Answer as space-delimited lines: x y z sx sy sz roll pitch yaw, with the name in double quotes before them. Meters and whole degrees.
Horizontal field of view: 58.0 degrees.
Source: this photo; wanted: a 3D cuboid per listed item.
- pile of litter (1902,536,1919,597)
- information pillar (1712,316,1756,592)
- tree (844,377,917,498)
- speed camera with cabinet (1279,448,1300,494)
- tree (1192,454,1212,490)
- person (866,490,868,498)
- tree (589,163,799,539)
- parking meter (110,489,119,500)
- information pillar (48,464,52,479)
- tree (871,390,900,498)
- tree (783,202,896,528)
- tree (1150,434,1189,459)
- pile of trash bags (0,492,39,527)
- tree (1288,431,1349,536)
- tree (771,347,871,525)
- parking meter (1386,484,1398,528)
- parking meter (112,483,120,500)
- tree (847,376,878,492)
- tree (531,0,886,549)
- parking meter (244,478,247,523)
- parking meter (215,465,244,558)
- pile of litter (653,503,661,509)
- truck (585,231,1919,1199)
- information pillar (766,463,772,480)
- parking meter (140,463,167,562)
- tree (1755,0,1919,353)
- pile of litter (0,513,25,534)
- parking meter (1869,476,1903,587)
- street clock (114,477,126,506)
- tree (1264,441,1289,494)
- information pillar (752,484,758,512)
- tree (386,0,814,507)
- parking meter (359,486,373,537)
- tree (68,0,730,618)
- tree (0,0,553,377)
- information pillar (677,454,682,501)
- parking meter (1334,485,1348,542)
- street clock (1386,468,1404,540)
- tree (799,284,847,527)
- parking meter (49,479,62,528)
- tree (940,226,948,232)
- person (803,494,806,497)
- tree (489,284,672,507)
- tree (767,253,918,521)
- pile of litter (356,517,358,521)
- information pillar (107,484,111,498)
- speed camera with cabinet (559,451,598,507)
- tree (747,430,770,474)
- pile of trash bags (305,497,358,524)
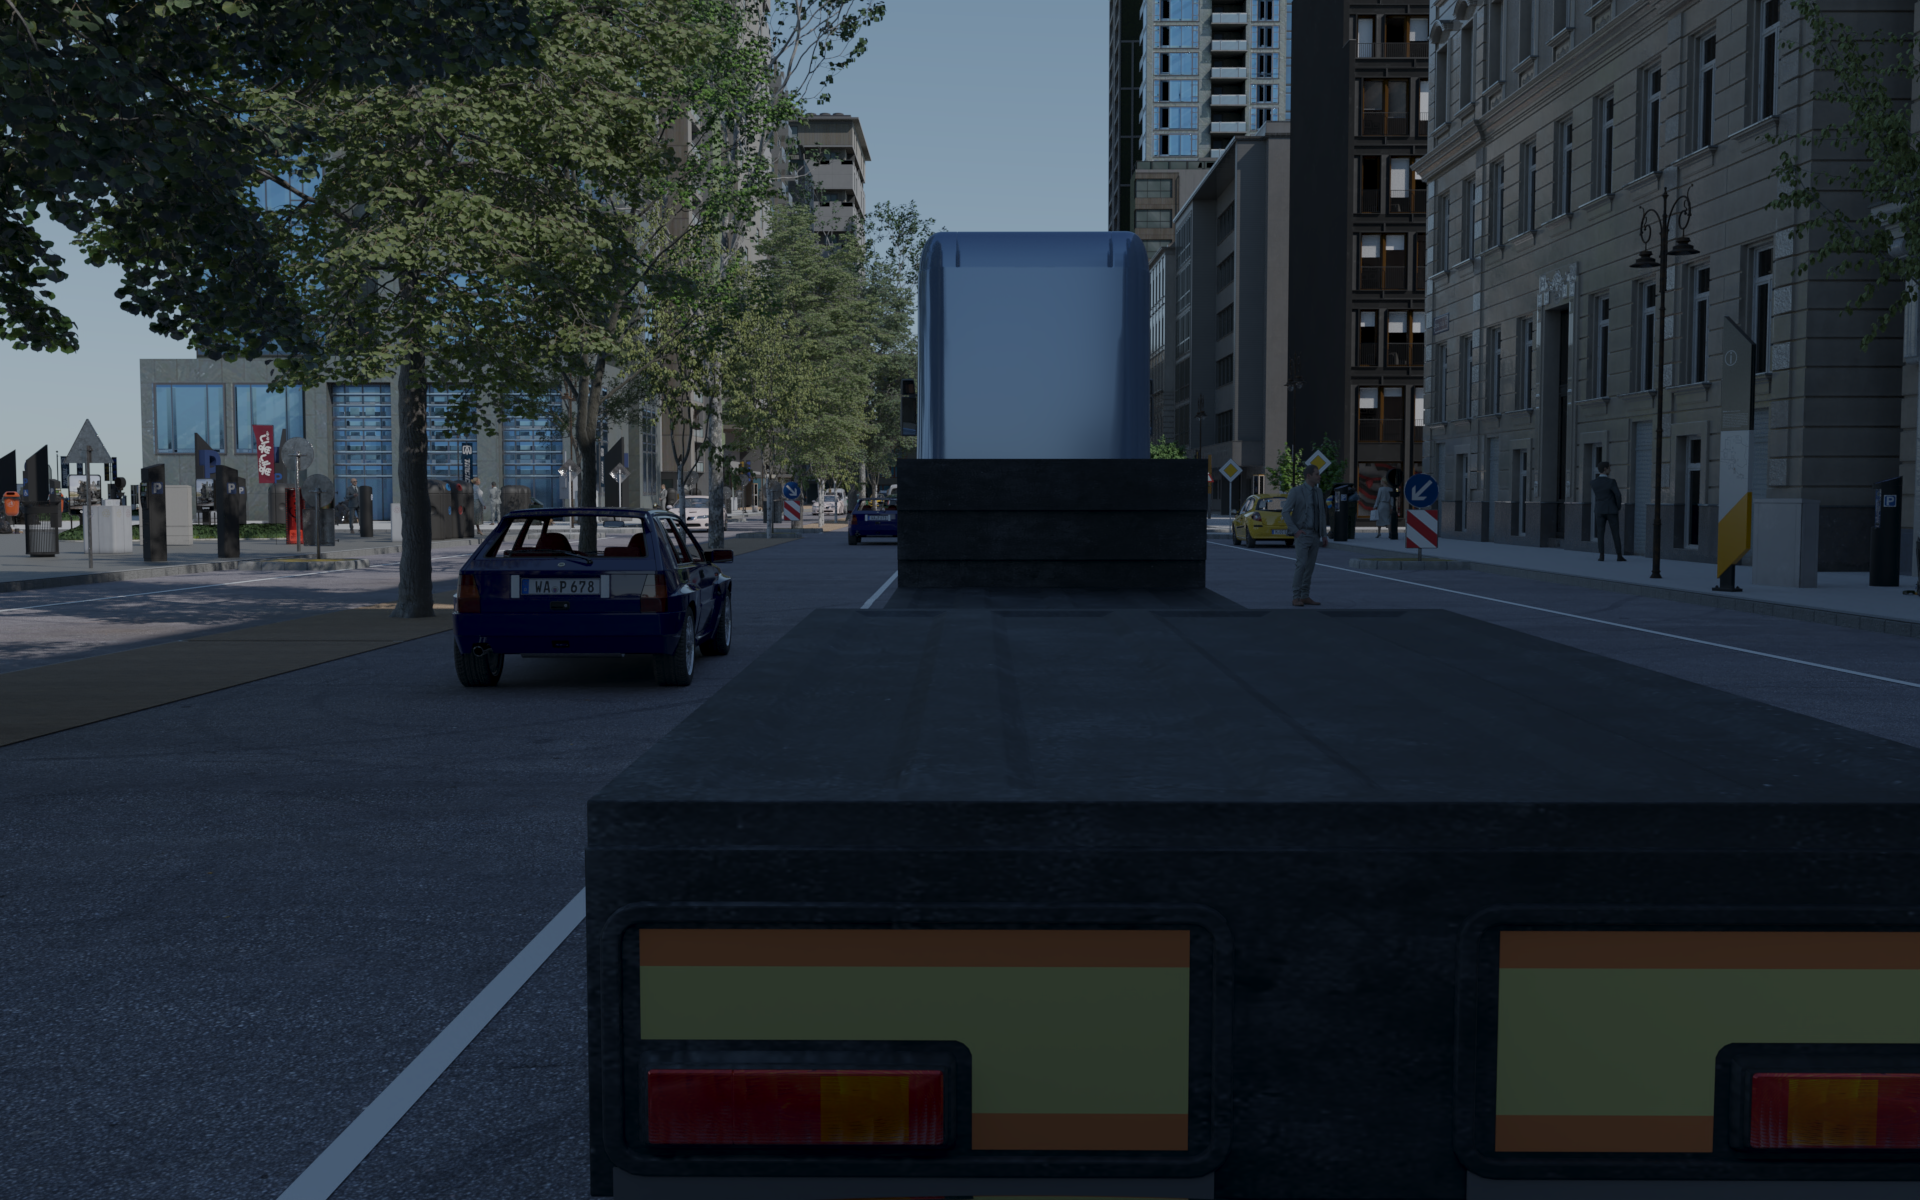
"pile of litter" 12.419 -0.467 21.600 1.176 0.858 1.719 2 4 32
"information pillar" 10.148 -1.914 22.654 0.183 3.616 0.504 -1 4 -22
"tree" -5.630 -10.863 114.474 8.767 10.594 7.601 0 4 0
"speed camera with cabinet" 13.806 -4.655 70.442 2.038 3.252 0.660 -3 5 -44
"tree" 11.187 -5.449 83.690 1.663 3.219 1.824 0 3 0
"person" -9.524 -10.129 173.734 0.705 1.869 1.348 -2 4 -34
"tree" -5.975 -5.156 37.118 4.737 8.622 4.395 0 3 0
"parking meter" -42.236 -4.778 86.529 0.372 1.533 0.369 0 3 0
"information pillar" -71.900 -8.903 136.925 0.504 3.616 0.183 3 5 43
"tree" -5.887 -10.262 120.604 4.360 8.622 3.978 0 3 0
"tree" -6.408 -8.985 67.489 7.486 12.596 7.792 0 3 0
"tree" 11.183 -6.805 94.968 4.285 4.588 4.351 0 3 0
"pile of trash bags" -39.232 -3.837 72.492 1.912 1.369 3.447 2 4 35
"tree" 11.146 -3.591 53.316 1.663 3.219 1.824 0 3 0
"tree" -6.283 -7.710 78.872 4.360 8.622 3.978 0 3 0
"parking meter" 16.221 -3.628 65.025 0.255 1.863 0.399 -3 5 -42
"parking meter" -46.406 -5.482 95.335 0.255 1.863 0.399 1 4 12
"tree" -5.959 -7.400 73.806 4.737 8.622 4.395 0 3 0
"tree" -7.585 -11.449 45.535 12.611 20.169 13.585 0 3 0
"parking meter" -22.833 -3.008 54.887 0.255 1.863 0.399 3 4 36
"parking meter" -14.748 -1.786 34.906 0.255 1.863 0.399 2 4 27
"pile of litter" -14.619 -4.338 84.884 1.176 0.858 1.719 0 4 -7
"truck" 0.702 -1.361 12.013 2.967 4.110 18.799 0 4 1
"information pillar" -14.553 -8.586 131.735 0.504 3.616 0.183 -3 5 -40
"parking meter" -15.357 -1.667 32.975 0.255 1.863 0.399 2 4 34
"tree" 10.872 -4.155 18.303 4.737 8.622 4.395 0 3 0
"pile of litter" -31.149 -2.569 55.973 1.719 0.858 1.176 1 4 12
"parking meter" 12.877 -0.959 24.086 0.372 1.533 0.369 0 3 0
"street clock" -35.477 -4.199 73.223 0.471 2.002 0.358 2 4 27
"tree" 11.881 -4.218 63.560 1.663 3.219 1.824 0 3 0
"information pillar" -14.406 -7.164 121.624 0.304 2.012 0.304 -3 4 -36
"tree" -6.307 -6.186 29.352 9.928 11.665 9.643 0 3 0
"parking meter" -17.733 -2.650 51.731 0.372 1.533 0.369 0 3 0
"tree" -6.423 -6.089 20.146 7.486 12.596 7.792 0 3 0
"tree" -6.478 -6.159 9.817 9.857 13.997 8.962 0 3 0
"information pillar" -16.278 -6.684 100.636 0.183 3.616 0.504 1 4 17
"parking meter" 10.320 -2.355 46.917 0.372 1.533 0.369 0 3 0
"street clock" 12.198 -2.693 48.608 0.471 2.002 0.358 0 3 0
"tree" -6.074 -6.251 55.025 4.737 8.622 4.395 0 3 0
"parking meter" -34.531 -3.696 66.137 0.399 1.863 0.255 2 4 29
"tree" -7.016 -14.975 103.192 12.611 20.169 13.585 0 3 0
"person" -14.480 -9.196 156.031 1.348 1.869 0.705 1 4 22
"tree" -15.703 -8.425 72.165 8.767 10.594 7.601 1 4 12
"tree" -5.778 -11.189 92.060 9.857 13.997 8.962 0 3 0
"pile of litter" -27.309 -3.860 77.079 1.719 0.858 1.176 -3 4 -38
"information pillar" -59.160 -7.106 120.669 0.304 2.012 0.304 0 4 6
"speed camera with cabinet" -17.592 -5.233 79.887 2.038 3.252 0.660 3 4 37
"tree" -14.466 -11.396 136.683 4.360 8.622 3.978 0 3 0
"pile of trash bags" -27.734 -3.977 74.780 3.447 1.369 1.912 1 4 11
